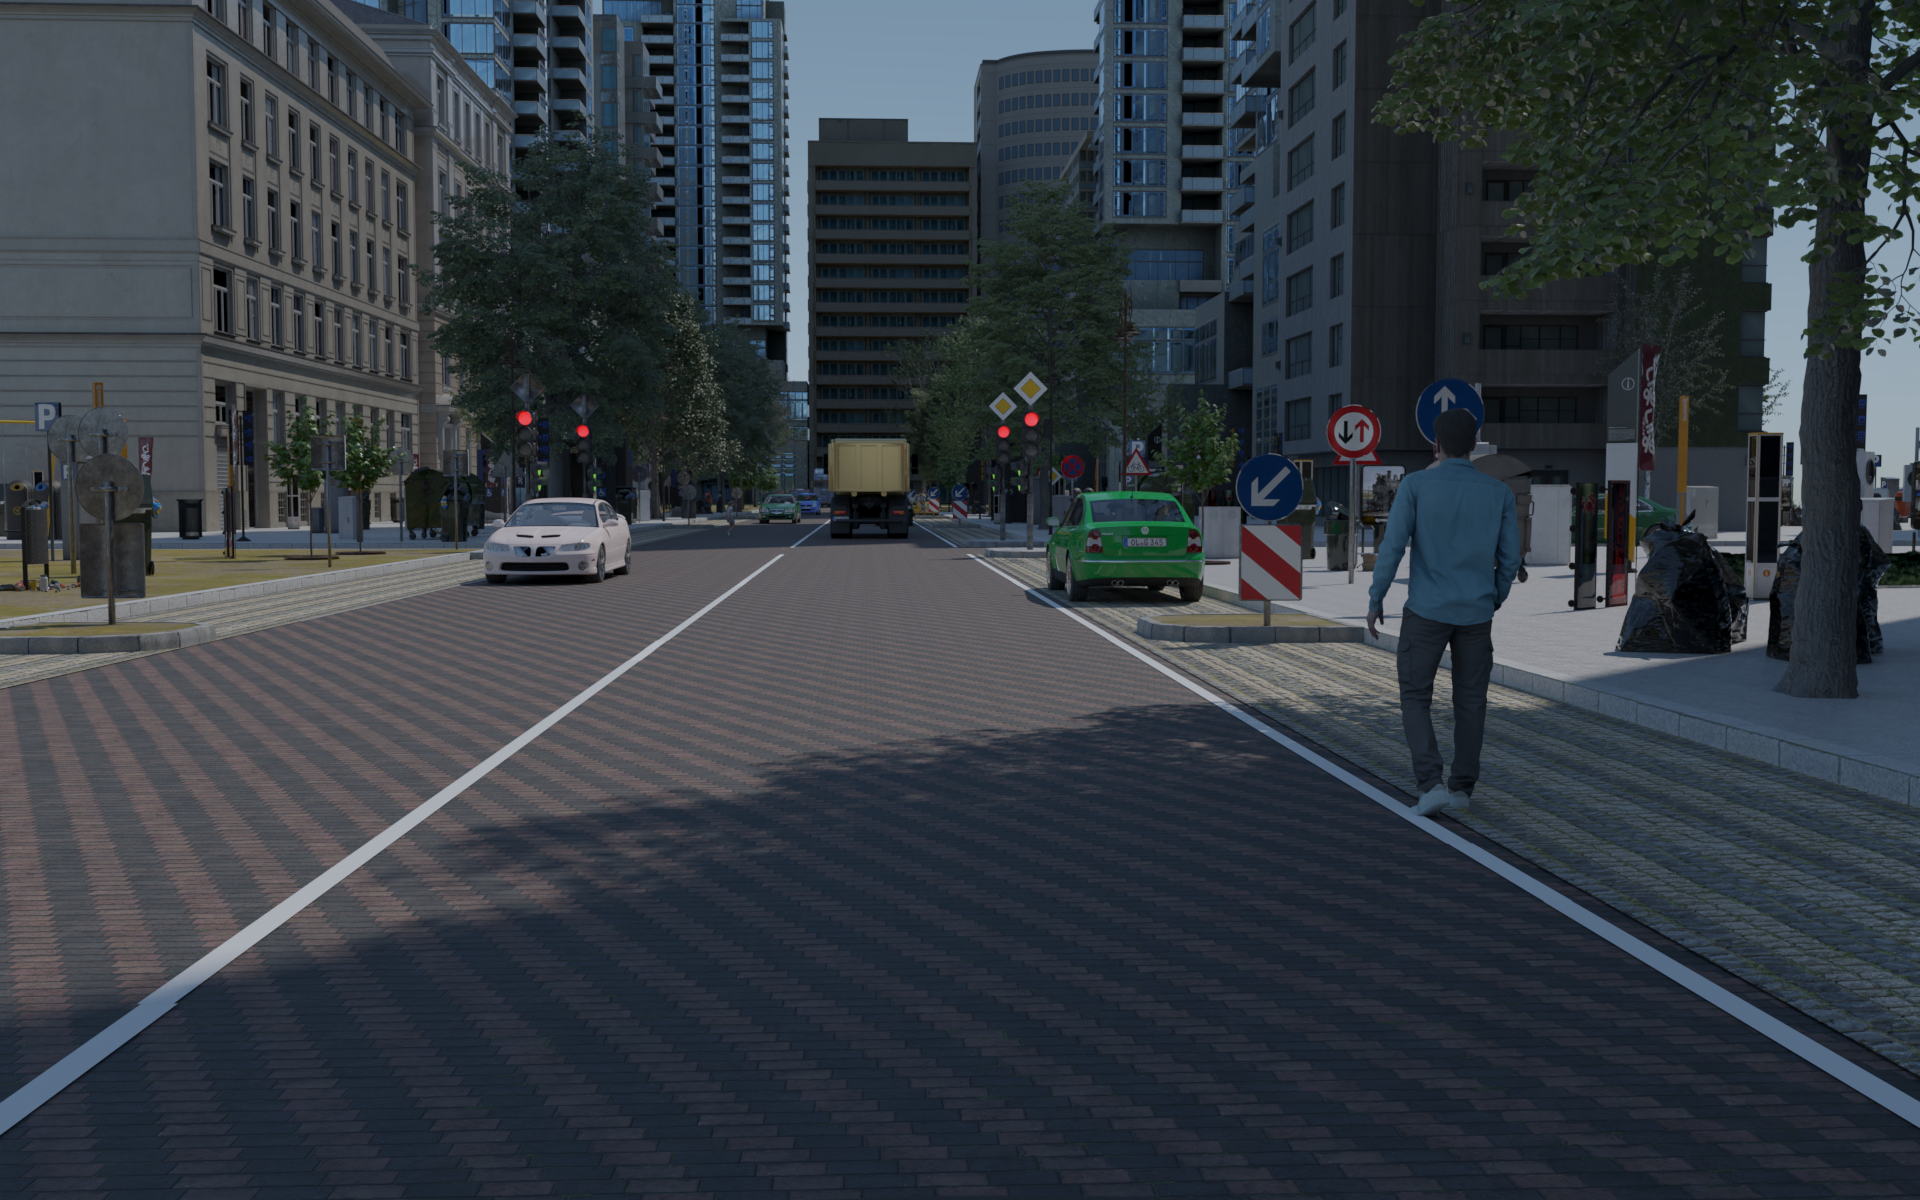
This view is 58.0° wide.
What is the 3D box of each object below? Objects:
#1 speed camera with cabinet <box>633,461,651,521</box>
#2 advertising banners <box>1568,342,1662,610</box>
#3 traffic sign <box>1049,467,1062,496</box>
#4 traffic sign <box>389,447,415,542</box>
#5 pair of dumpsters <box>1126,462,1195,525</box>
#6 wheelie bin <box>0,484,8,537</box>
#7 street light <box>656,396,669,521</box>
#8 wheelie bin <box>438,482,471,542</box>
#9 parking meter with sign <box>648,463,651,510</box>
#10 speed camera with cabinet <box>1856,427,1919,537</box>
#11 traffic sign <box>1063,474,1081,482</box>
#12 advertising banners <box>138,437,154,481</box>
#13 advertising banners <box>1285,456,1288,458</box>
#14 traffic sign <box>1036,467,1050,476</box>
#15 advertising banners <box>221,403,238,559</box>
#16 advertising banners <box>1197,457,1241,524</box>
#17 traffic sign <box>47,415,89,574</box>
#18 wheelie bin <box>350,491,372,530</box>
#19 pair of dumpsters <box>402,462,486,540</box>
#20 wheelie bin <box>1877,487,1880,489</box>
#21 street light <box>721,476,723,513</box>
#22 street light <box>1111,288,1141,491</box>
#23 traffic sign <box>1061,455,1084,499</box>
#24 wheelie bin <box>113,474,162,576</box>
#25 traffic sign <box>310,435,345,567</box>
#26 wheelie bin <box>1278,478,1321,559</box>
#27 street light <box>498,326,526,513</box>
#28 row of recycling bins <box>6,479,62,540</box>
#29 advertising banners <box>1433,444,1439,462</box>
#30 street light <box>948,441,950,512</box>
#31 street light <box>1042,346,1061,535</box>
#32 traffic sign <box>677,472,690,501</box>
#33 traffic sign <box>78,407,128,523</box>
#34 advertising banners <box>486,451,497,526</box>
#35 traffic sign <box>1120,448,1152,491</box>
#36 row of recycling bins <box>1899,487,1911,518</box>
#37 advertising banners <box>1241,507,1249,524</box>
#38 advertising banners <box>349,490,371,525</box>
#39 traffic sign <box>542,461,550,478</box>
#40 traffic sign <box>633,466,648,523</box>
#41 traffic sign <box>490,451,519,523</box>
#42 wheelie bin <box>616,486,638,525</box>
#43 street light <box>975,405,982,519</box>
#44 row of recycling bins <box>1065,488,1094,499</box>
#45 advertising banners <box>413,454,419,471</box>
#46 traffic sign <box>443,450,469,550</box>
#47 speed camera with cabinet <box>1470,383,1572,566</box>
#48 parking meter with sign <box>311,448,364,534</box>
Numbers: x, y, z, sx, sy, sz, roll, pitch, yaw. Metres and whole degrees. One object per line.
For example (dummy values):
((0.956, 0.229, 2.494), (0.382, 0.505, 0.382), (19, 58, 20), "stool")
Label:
((-15.595, -5.396, 82.554), (2.038, 3.252, 0.660), (3, 5, 45), "speed camera with cabinet")
((7.474, -1.436, 19.672), (2.074, 3.025, 0.090), (-3, 5, -43), "advertising banners")
((3.923, -4.416, 73.389), (0.795, 2.450, 0.064), (0, 4, 2), "traffic sign")
((-15.094, -2.852, 46.736), (0.768, 2.556, 0.104), (0, 4, 3), "traffic sign")
((6.108, -3.046, 52.290), (1.574, 2.255, 4.437), (0, 4, -3), "pair of dumpsters")
((-28.860, -2.705, 52.141), (0.980, 1.594, 0.693), (0, 4, -2), "wheelie bin")
((-13.995, -6.658, 81.648), (0.468, 5.910, 1.993), (0, 4, -3), "street light")
((-13.550, -2.360, 46.497), (0.693, 1.594, 0.980), (0, 4, 8), "wheelie bin")
((-17.401, -6.158, 96.937), (0.543, 3.016, 1.738), (0, 4, 5), "parking meter with sign")
((27.642, -3.494, 51.460), (2.038, 3.252, 0.660), (2, 4, 24), "speed camera with cabinet")
((4.611, -4.344, 71.131), (0.768, 2.556, 0.104), (0, 4, 3), "traffic sign")
((-25.703, -3.493, 53.305), (2.074, 3.025, 0.090), (1, 4, 11), "advertising banners")
((14.559, -4.777, 74.286), (2.074, 3.025, 0.090), (1, 4, 17), "advertising banners")
((3.810, -4.760, 77.939), (0.768, 2.556, 0.104), (0, 4, 5), "traffic sign")
((-14.487, -2.335, 34.368), (0.090, 3.025, 2.074), (-2, 4, -30), "advertising banners")
((7.657, -3.425, 52.189), (0.090, 3.025, 2.074), (-2, 4, -31), "advertising banners")
((-14.271, -1.694, 27.810), (0.768, 2.556, 0.104), (0, 4, 1), "traffic sign")
((-21.545, -3.321, 62.200), (0.693, 1.594, 0.980), (-3, 5, -42), "wheelie bin")
((-14.972, -2.921, 50.254), (1.574, 2.255, 4.437), (0, 4, -3), "pair of dumpsters")
((43.877, -4.576, 82.731), (0.693, 1.594, 0.980), (3, 5, 44), "wheelie bin")
((-15.920, -8.730, 115.522), (0.468, 5.910, 1.993), (0, 4, -3), "street light")
((3.721, -4.054, 39.074), (0.468, 5.910, 1.993), (0, 4, -3), "street light")
((3.675, -3.455, 56.592), (0.768, 2.556, 0.104), (0, 4, 5), "traffic sign")
((-13.116, -1.183, 27.256), (0.980, 1.594, 0.693), (-2, 4, -33), "wheelie bin")
((-11.025, -1.719, 30.240), (0.606, 2.300, 0.079), (0, 4, 1), "traffic sign")
((6.609, -1.609, 34.209), (0.980, 1.594, 0.693), (0, 4, -8), "wheelie bin")
((-12.320, -4.586, 47.761), (0.468, 5.910, 1.993), (0, 4, -3), "street light")
((-25.239, -2.542, 48.668), (3.534, 1.692, 1.069), (1, 4, 15), "row of recycling bins")
((15.083, -3.402, 51.813), (2.074, 3.025, 0.090), (3, 4, 37), "advertising banners")
((-0.768, -9.158, 122.516), (0.468, 5.910, 1.993), (0, 4, -3), "street light")
((2.852, -4.986, 54.313), (0.468, 5.910, 1.993), (0, 4, -3), "street light")
((-15.534, -5.946, 97.327), (0.768, 2.556, 0.104), (0, 4, 6), "traffic sign")
((-12.562, -1.546, 25.391), (0.768, 2.556, 0.104), (0, 4, 5), "traffic sign")
((-19.632, -4.521, 70.111), (2.074, 3.025, 0.090), (1, 4, 12), "advertising banners")
((4.961, -2.986, 48.830), (0.884, 2.594, 0.081), (0, 4, 6), "traffic sign")
((50.201, -5.215, 92.374), (3.534, 1.692, 1.069), (-2, 4, -29), "row of recycling bins")
((10.183, -4.256, 65.780), (2.074, 3.025, 0.090), (-2, 4, -33), "advertising banners")
((-24.625, -4.498, 69.737), (0.090, 3.025, 2.074), (2, 4, 33), "advertising banners")
((-15.777, -4.088, 66.950), (0.768, 2.556, 0.104), (0, 4, 6), "traffic sign")
((-14.343, -4.730, 77.439), (0.768, 2.556, 0.104), (0, 4, 1), "traffic sign")
((-13.596, -3.163, 51.721), (0.884, 2.594, 0.081), (0, 4, 0), "traffic sign")
((-14.998, -4.332, 78.734), (0.980, 1.594, 0.693), (-2, 4, -31), "wheelie bin")
((1.022, -7.077, 88.503), (0.468, 5.910, 1.993), (0, 4, -3), "street light")
((7.337, -6.681, 116.350), (3.534, 1.692, 1.069), (1, 4, 21), "row of recycling bins")
((-23.403, -4.886, 76.081), (0.090, 3.025, 2.074), (1, 4, 23), "advertising banners")
((-11.637, -2.315, 39.987), (0.606, 2.300, 0.079), (0, 4, 6), "traffic sign")
((9.929, -2.255, 31.212), (2.038, 3.252, 0.660), (0, 4, -1), "speed camera with cabinet")
((-20.321, -3.680, 56.428), (1.738, 3.016, 0.543), (0, 4, 6), "parking meter with sign")
